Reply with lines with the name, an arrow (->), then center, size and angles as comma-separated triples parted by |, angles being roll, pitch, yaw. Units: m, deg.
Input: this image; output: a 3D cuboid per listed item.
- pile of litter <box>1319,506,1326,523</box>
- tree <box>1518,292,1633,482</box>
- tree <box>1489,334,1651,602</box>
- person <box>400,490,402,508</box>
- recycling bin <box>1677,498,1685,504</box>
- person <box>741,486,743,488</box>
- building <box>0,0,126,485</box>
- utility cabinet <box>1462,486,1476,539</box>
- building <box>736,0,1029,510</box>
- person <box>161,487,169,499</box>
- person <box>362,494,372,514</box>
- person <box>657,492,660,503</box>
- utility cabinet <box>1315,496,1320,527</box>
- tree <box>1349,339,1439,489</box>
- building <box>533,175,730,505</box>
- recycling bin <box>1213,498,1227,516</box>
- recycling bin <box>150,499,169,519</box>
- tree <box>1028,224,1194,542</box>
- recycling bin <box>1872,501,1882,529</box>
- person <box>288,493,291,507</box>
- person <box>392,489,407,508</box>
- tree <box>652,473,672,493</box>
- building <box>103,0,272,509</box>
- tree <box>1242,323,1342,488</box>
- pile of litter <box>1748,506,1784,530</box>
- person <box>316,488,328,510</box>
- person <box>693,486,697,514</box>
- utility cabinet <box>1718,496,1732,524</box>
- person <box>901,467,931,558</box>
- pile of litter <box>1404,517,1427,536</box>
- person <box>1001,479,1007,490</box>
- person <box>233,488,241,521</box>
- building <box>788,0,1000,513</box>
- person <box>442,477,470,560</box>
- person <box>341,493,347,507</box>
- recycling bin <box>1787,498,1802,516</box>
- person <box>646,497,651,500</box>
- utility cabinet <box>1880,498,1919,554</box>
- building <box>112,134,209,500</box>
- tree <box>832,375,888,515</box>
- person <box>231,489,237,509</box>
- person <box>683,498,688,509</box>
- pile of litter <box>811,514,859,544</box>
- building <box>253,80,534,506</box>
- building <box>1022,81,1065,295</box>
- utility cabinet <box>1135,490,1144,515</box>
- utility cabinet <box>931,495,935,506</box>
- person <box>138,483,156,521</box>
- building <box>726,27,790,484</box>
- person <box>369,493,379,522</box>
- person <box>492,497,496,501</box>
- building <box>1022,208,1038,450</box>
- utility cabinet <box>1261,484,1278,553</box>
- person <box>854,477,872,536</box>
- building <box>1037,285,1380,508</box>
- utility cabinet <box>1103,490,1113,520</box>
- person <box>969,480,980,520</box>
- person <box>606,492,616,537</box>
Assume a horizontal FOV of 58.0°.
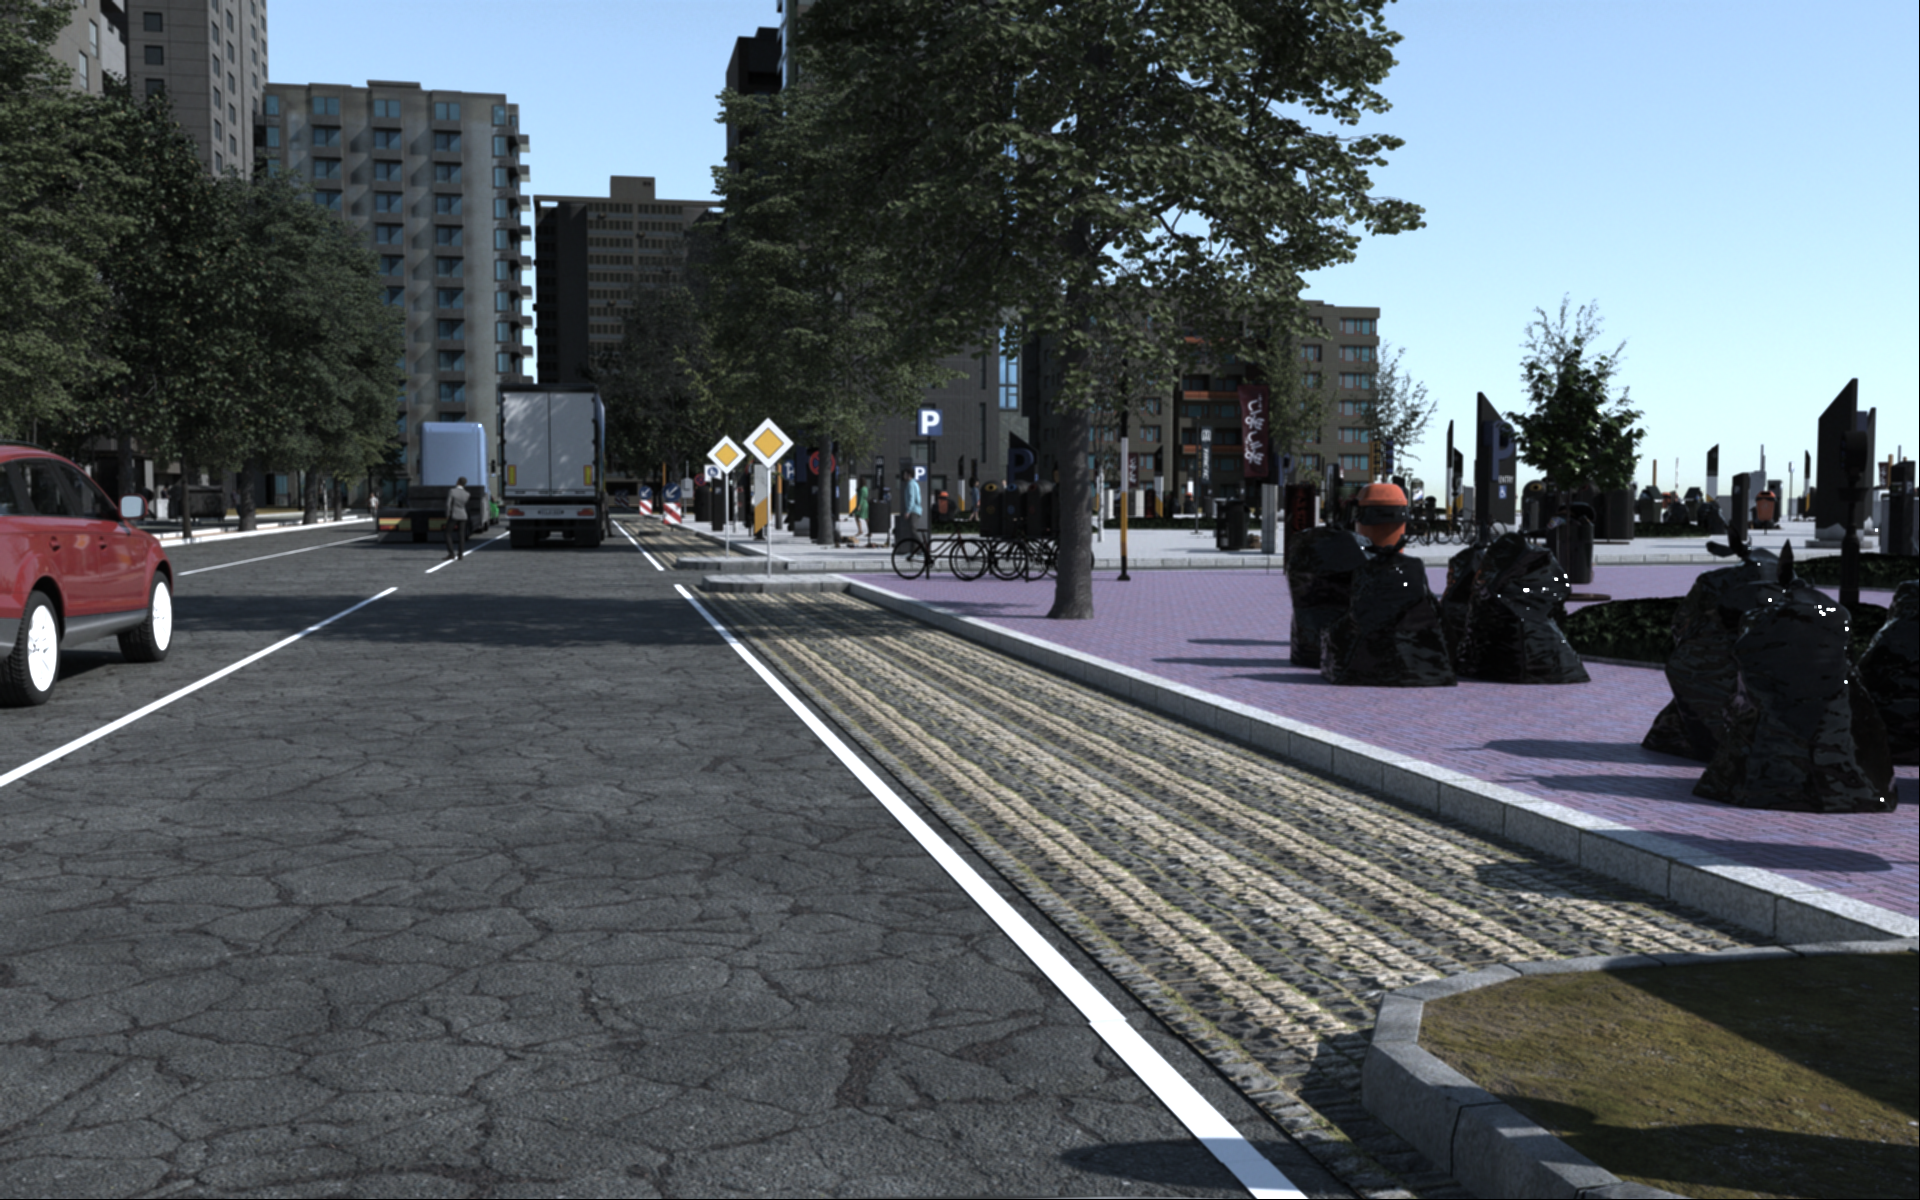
pile of litter -> 16.436, -3.900, 77.736 | 1.176, 0.858, 1.719 | -2, 4, -27
tree -> 22.485, -6.957, 64.117 | 4.360, 8.622, 3.978 | 0, 3, 0
tree -> 7.509, -1.612, 20.962 | 1.663, 3.219, 1.824 | 0, 3, 0
person -> -49.674, -8.879, 153.680 | 0.705, 1.823, 1.348 | -2, 4, -27
recycling bin -> 46.095, -6.040, 111.312 | 0.722, 1.027, 0.722 | 3, 5, 41
person -> -14.394, -6.611, 114.208 | 1.350, 1.814, 0.705 | 0, 4, 2
building -> -70.344, -31.885, 110.562 | 28.713, 52.752, 27.495 | -1, 4, -12
utility cabinet -> 14.634, -2.493, 49.432 | 0.318, 1.500, 1.173 | 2, 4, 28
building -> -6.848, -50.974, 146.100 | 22.319, 86.520, 31.000 | -1, 4, -12
person -> -54.099, -6.814, 117.895 | 0.683, 1.767, 0.568 | 3, 4, 36
person -> -36.997, -5.924, 108.621 | 1.065, 1.426, 0.557 | 0, 4, -2
person -> -31.395, -10.657, 181.217 | 0.436, 1.711, 0.756 | 1, 4, 21
utility cabinet -> 12.399, -3.094, 61.744 | 0.306, 1.237, 1.020 | -2, 4, -27
tree -> 20.099, -7.998, 81.125 | 4.360, 8.622, 3.978 | 0, 3, 0
building -> -40.360, -31.961, 214.448 | 23.993, 40.220, 32.217 | -1, 4, -12
recycling bin -> 14.906, -5.322, 99.564 | 0.722, 1.027, 0.722 | -1, 4, -9
recycling bin -> -41.782, -4.760, 90.384 | 0.722, 1.027, 0.722 | 2, 4, 34
tree -> 4.005, -5.855, 46.099 | 4.360, 8.622, 3.978 | 0, 3, 0
recycling bin -> 34.209, -3.139, 63.874 | 0.722, 1.027, 0.722 | -1, 4, -20
person -> -65.487, -9.765, 168.918 | 0.599, 1.433, 0.991 | 1, 4, 11
person -> -46.260, -8.231, 143.066 | 1.348, 1.826, 0.705 | 1, 4, 11
tree -> -23.399, -8.670, 136.359 | 1.663, 3.219, 1.824 | 0, 3, 0
building -> -90.531, -46.340, 195.906 | 20.611, 71.187, 20.563 | -1, 4, -12
tree -> 13.657, -7.438, 71.969 | 4.737, 8.622, 4.395 | 0, 3, 0
pile of litter -> 28.998, -2.996, 62.950 | 1.176, 0.858, 1.719 | -3, 5, -43
person -> -51.669, -8.142, 139.887 | 1.217, 1.735, 0.721 | -1, 4, -9
person -> -17.185, -6.527, 112.715 | 0.705, 1.831, 1.348 | 1, 4, 11
utility cabinet -> 32.548, -3.798, 73.266 | 0.306, 1.237, 1.020 | -1, 4, -22
person -> -0.891, -1.759, 34.816 | 0.620, 1.820, 0.660 | 0, 4, 4
pile of litter -> 14.117, -2.453, 54.071 | 1.176, 0.858, 1.719 | 1, 4, 13
person -> 1.595, -3.382, 61.462 | 0.709, 1.813, 0.853 | 1, 4, 22
person -> -37.865, -5.004, 90.984 | 0.731, 1.740, 0.598 | 0, 4, 0
building -> -5.378, -26.923, 123.780 | 14.154, 41.232, 14.086 | -1, 4, -12
person -> -10.981, -1.776, 37.721 | 0.592, 1.802, 0.473 | -2, 4, -30
person -> -62.296, -10.142, 175.089 | 0.697, 1.427, 0.421 | 1, 4, 20
recycling bin -> 49.477, -5.504, 102.545 | 0.722, 1.027, 0.722 | 1, 4, 8
person -> -33.040, -10.807, 182.670 | 0.705, 1.831, 1.348 | -3, 5, -39
utility cabinet -> 17.108, -1.219, 31.100 | 0.306, 1.237, 1.020 | -3, 4, -36
building -> -67.135, -22.118, 133.336 | 14.160, 30.474, 14.107 | -1, 4, -12
tree -> -6.678, -9.579, 106.981 | 4.737, 8.622, 4.395 | 0, 3, 0
person -> -61.509, -8.552, 146.781 | 0.541, 1.710, 0.530 | 0, 4, -2
person -> -24.077, -8.727, 151.950 | 0.599, 1.433, 0.991 | 1, 4, 11
pile of litter -> -3.291, -1.930, 45.524 | 1.176, 0.858, 1.719 | -1, 4, -18
building -> -65.949, -35.724, 203.702 | 30.456, 49.044, 23.786 | -1, 4, -12
building -> -0.954, -38.595, 220.260 | 27.495, 52.752, 28.713 | -1, 4, -12
utility cabinet -> 10.784, -5.750, 102.699 | 1.173, 1.500, 0.318 | -2, 4, -33
utility cabinet -> -1.800, -5.242, 96.862 | 1.020, 1.237, 0.306 | 0, 4, -8
person -> -39.027, -4.711, 83.027 | 0.822, 1.834, 0.622 | 0, 4, -8
building -> -15.157, -31.732, 168.932 | 14.600, 45.320, 14.200 | -1, 4, -12
person -> -30.445, -4.826, 90.008 | 0.503, 1.515, 0.523 | -1, 4, -20
person -> -30.567, -6.275, 111.811 | 1.217, 1.736, 0.721 | -1, 4, -8
building -> -0.683, -24.542, 172.964 | 14.107, 30.474, 14.160 | -1, 4, -12
utility cabinet -> 6.777, -1.784, 37.852 | 0.318, 1.500, 1.173 | 1, 4, 12
person -> -2.925, -2.815, 52.314 | 0.529, 1.795, 0.600 | 0, 4, 2
building -> 21.799, -19.935, 170.978 | 28.899, 21.520, 27.650 | -1, 4, -12
utility cabinet -> 7.310, -4.702, 85.561 | 0.318, 1.500, 1.173 | 1, 4, 16
person -> 0.562, -3.828, 68.647 | 0.654, 1.822, 0.581 | 0, 4, -1
person -> -11.720, -2.938, 56.941 | 0.834, 1.777, 0.661 | 2, 4, 30
